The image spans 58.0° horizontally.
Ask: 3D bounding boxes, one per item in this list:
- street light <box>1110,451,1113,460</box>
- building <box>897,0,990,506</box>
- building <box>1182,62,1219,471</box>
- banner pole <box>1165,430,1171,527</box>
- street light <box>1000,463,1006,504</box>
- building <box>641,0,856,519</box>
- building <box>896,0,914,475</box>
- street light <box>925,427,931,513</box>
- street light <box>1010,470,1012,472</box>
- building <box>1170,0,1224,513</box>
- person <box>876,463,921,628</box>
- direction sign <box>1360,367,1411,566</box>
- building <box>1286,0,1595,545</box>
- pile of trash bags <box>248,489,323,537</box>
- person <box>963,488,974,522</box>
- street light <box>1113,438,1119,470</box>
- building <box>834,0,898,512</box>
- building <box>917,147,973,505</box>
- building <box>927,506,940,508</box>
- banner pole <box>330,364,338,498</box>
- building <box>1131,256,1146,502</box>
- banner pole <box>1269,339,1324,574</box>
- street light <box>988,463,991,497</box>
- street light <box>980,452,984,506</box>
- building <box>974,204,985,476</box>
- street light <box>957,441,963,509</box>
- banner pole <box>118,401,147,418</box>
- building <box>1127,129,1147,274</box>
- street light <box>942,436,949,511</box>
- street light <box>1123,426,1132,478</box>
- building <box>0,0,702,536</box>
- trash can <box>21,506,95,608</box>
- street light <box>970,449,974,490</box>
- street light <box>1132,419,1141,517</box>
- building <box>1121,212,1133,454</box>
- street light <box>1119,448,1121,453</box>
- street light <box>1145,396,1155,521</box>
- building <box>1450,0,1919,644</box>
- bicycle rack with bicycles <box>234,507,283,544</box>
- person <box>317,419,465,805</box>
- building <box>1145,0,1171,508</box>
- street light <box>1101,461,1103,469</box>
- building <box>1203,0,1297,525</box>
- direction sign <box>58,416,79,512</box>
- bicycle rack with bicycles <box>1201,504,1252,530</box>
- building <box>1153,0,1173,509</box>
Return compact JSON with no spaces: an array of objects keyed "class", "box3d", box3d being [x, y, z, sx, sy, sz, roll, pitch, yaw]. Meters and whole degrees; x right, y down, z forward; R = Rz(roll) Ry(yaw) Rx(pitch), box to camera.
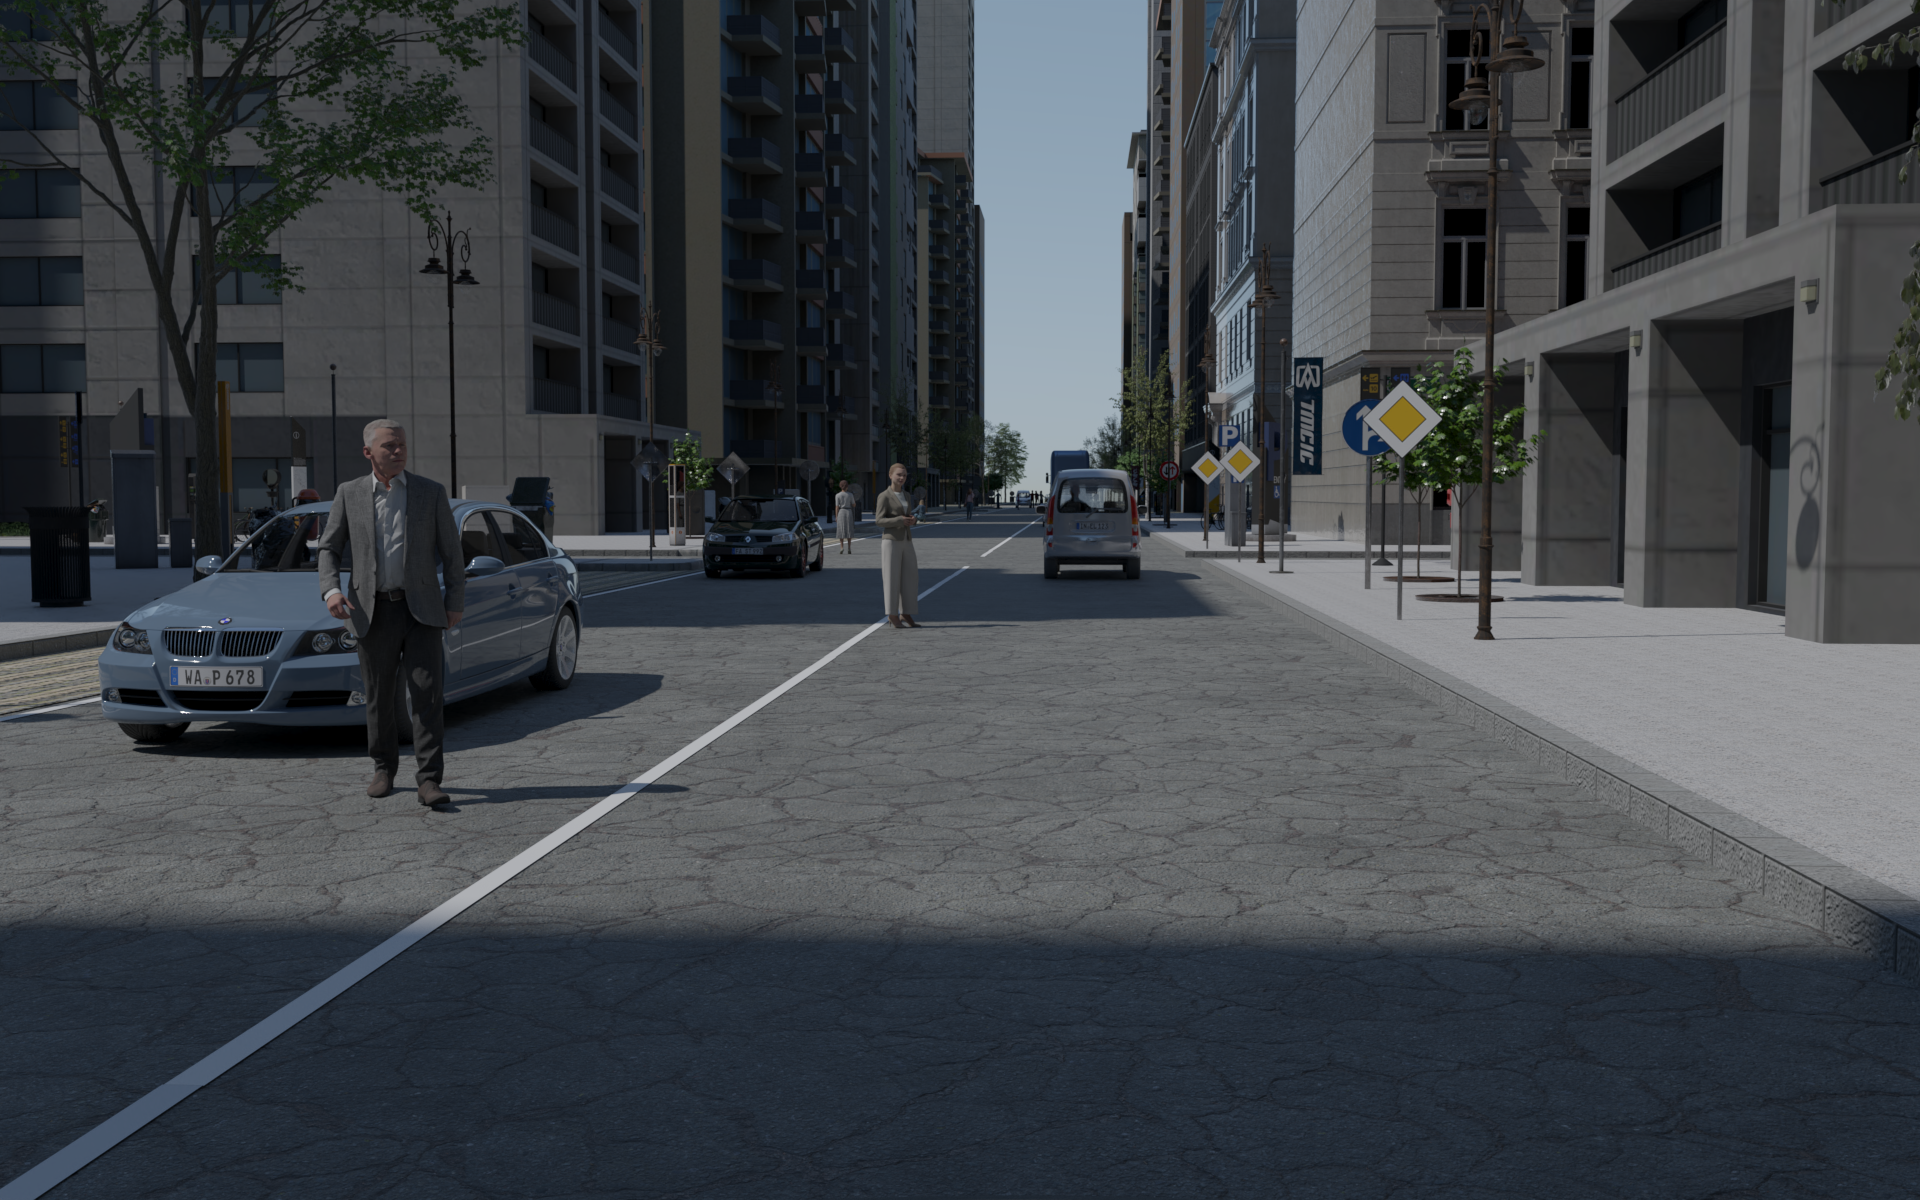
[{"class":"street light","box3d":[14.077,-11.330,158.029,0.468,5.910,1.993,0,4,4]},{"class":"building","box3d":[-6.247,-49.129,241.504,20.563,71.187,20.611,0,4,4]},{"class":"building","box3d":[21.055,-18.894,102.432,14.314,27.812,24.014,0,4,4]},{"class":"banner pole","box3d":[8.026,-4.675,66.455,0.401,3.779,0.863,0,4,2]},{"class":"street light","box3d":[5.566,-16.006,234.479,0.468,5.910,1.993,0,4,4]},{"class":"building","box3d":[-17.670,-26.995,95.987,22.147,44.769,28.867,0,4,4]},{"class":"building","box3d":[-18.215,-33.971,144.666,28.713,52.752,27.495,0,4,4]},{"class":"street light","box3d":[-2.279,-8.891,118.161,0.468,5.910,1.993,0,4,4]},{"class":"street light","box3d":[7.869,-18.042,267.779,0.468,5.910,1.993,0,4,4]},{"class":"building","box3d":[22.197,-28.907,122.732,14.600,45.320,14.200,0,4,4]},{"class":"person","box3d":[-0.642,-0.579,18.523,0.362,1.759,0.519,3,5,43]},{"class":"direction sign","box3d":[7.586,-2.385,30.986,0.876,3.537,0.379,0,4,4]},{"class":"building","box3d":[32.134,-16.671,48.982,44.131,29.872,17.030,0,4,4]},{"class":"pile of trash bags","box3d":[-11.423,-1.258,30.326,1.912,1.369,3.447,-1,4,-21]},{"class":"person","box3d":[0.480,-4.955,90.111,0.593,1.750,0.643,1,4,16]},{"class":"street light","box3d":[12.905,-10.281,140.883,0.468,5.910,1.993,0,4,4]},{"class":"building","box3d":[-12.136,-26.911,123.590,14.154,41.232,14.086,0,4,4]},{"class":"building","box3d":[-9.817,-34.436,217.649,22.147,44.769,28.867,0,4,4]},{"class":"building","box3d":[-12.519,-44.620,167.783,20.563,71.187,20.611,0,4,4]},{"class":"banner pole","box3d":[-12.117,-2.664,33.567,0.401,3.779,0.863,-1,4,-22]},{"class":"building","box3d":[28.430,-26.843,210.580,14.160,30.474,14.107,0,4,4]},{"class":"banner pole","box3d":[5.436,-2.318,27.923,0.863,3.779,0.401,1,4,13]},{"class":"street light","box3d":[3.320,-13.959,201.015,0.468,5.910,1.993,0,4,4]},{"class":"street light","box3d":[2.350,-12.989,185.155,0.468,5.910,1.993,0,4,4]},{"class":"building","box3d":[-3.555,-37.337,260.573,14.600,45.320,14.200,0,4,4]},{"class":"street light","box3d":[0.034,-10.939,151.640,0.468,5.910,1.993,0,4,4]},{"class":"banner pole","box3d":[-22.364,-3.474,46.809,0.863,3.779,0.401,-2,4,-30]},{"class":"building","box3d":[38.215,-40.096,244.813,28.713,52.752,27.495,0,4,4]},{"class":"street light","box3d":[-1.110,-9.914,134.876,0.468,5.910,1.993,0,4,4]},{"class":"street light","box3d":[11.282,-8.696,114.969,0.468,5.910,1.993,0,4,4]},{"class":"building","box3d":[-20.602,-38.146,61.946,20.563,71.187,20.611,0,4,4]},{"class":"trash can","box3d":[-10.266,-0.496,19.761,0.748,1.137,0.748,0,3,0]},{"class":"street light","box3d":[1.237,-11.970,168.502,0.468,5.910,1.993,0,4,4]},{"class":"street light","box3d":[10.156,-7.666,98.124,0.468,5.910,1.993,0,4,4]},{"class":"building","box3d":[31.876,-37.690,266.342,14.600,45.320,14.200,0,4,4]},{"class":"street light","box3d":[11.894,-9.262,124.224,0.468,5.910,1.993,0,4,4]},{"class":"street light","box3d":[8.945,-6.643,81.406,0.468,5.910,1.993,0,4,4]},{"class":"building","box3d":[17.870,-35.366,16.490,20.563,71.187,20.611,0,4,4]},{"class":"bicycle rack with bicycles","box3d":[-18.426,-1.987,45.866,2.925,0.926,2.852,-1,4,-20]},{"class":"person","box3d":[-2.612,0.053,8.034,0.661,1.777,0.834,-2,4,-26]},{"class":"building","box3d":[29.064,-38.556,172.386,21.231,58.520,28.212,0,4,4]},{"class":"street light","box3d":[20.919,-17.423,257.658,0.468,5.910,1.993,0,4,4]},{"class":"building","box3d":[18.834,-17.973,79.760,13.634,28.700,20.117,0,4,4]},{"class":"direction sign","box3d":[-26.057,-3.589,50.685,0.379,3.537,0.876,0,4,6]},{"class":"bicycle rack with bicycles","box3d":[9.855,-2.945,61.534,2.925,0.926,2.852,-1,4,-22]},{"class":"building","box3d":[27.502,-29.953,144.359,22.147,44.769,28.867,0,4,4]}]
